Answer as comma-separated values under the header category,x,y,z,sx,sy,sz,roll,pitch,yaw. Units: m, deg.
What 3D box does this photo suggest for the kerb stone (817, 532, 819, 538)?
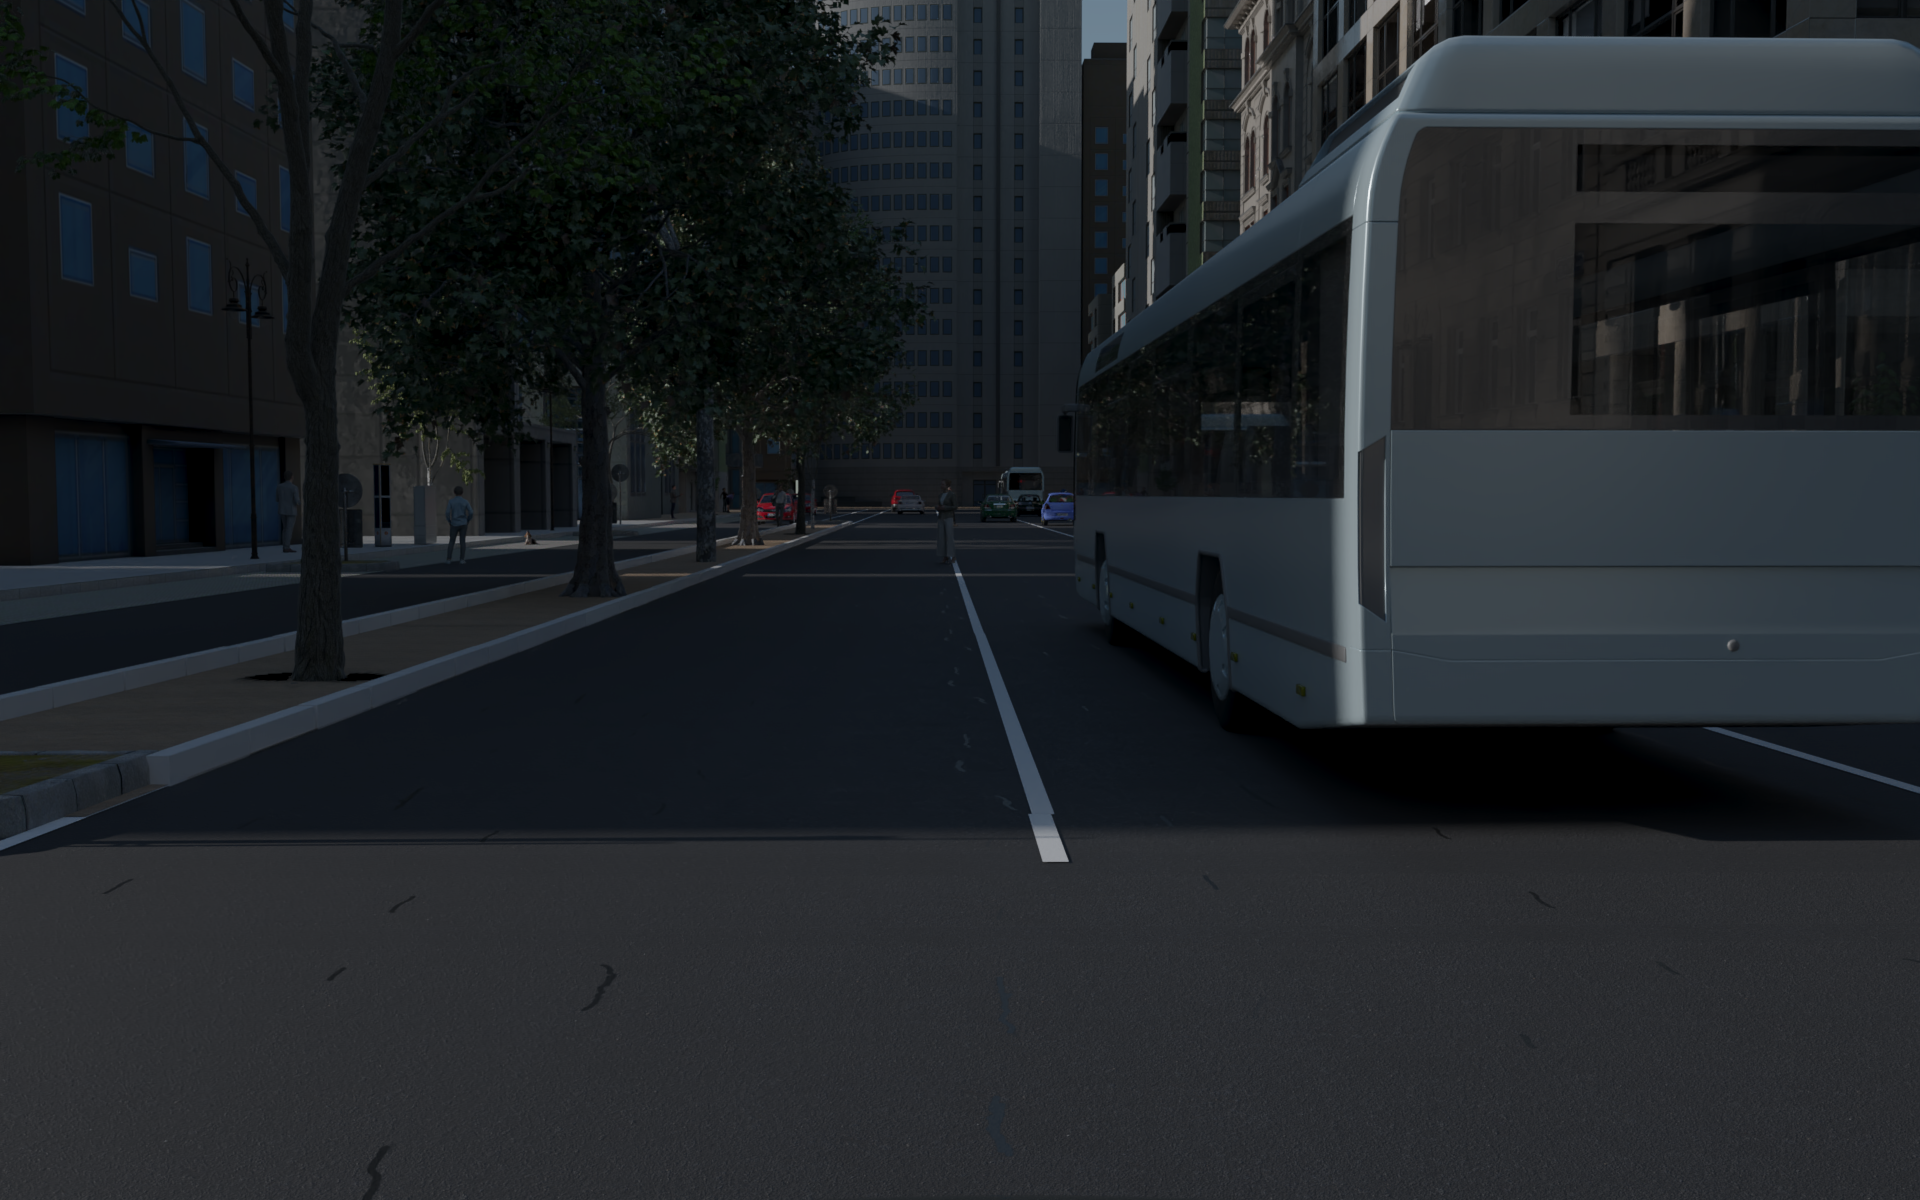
category,x,y,z,sx,sy,sz,roll,pitch,yaw
kerb stone,-4.739,-2.075,56.135,0.120,0.150,1.000,0,4,-1

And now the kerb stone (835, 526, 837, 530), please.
category,x,y,z,sx,sy,sz,roll,pitch,yaw
kerb stone,-4.900,-2.702,66.370,0.120,0.150,1.000,0,4,-1

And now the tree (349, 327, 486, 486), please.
category,x,y,z,sx,sy,sz,roll,pitch,yaw
tree,-15.294,-6.082,49.805,4.737,8.622,4.395,0,3,0

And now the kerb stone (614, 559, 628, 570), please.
category,x,y,z,sx,sy,sz,roll,pitch,yaw
kerb stone,-6.441,-0.633,32.537,0.120,0.150,1.000,0,4,-1

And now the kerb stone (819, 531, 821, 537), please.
category,x,y,z,sx,sy,sz,roll,pitch,yaw
kerb stone,-4.750,-2.138,57.157,0.120,0.150,1.000,0,4,-1

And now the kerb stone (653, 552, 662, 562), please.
category,x,y,z,sx,sy,sz,roll,pitch,yaw
kerb stone,-6.495,-0.883,36.626,0.120,0.150,1.000,0,4,-1

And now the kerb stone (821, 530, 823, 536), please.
category,x,y,z,sx,sy,sz,roll,pitch,yaw
kerb stone,-4.767,-2.201,58.187,0.120,0.150,1.000,0,4,-1

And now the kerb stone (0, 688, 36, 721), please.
category,x,y,z,sx,sy,sz,roll,pitch,yaw
kerb stone,-6.074,0.687,10.994,0.120,0.150,1.000,0,4,-1

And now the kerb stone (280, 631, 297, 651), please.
category,x,y,z,sx,sy,sz,roll,pitch,yaw
kerb stone,-6.154,0.371,16.129,0.120,0.150,1.000,0,4,-1

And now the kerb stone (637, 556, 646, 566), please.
category,x,y,z,sx,sy,sz,roll,pitch,yaw
kerb stone,-6.470,-0.756,34.581,0.120,0.150,1.000,0,4,-1

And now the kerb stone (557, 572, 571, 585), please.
category,x,y,z,sx,sy,sz,roll,pitch,yaw
kerb stone,-6.358,-0.320,27.420,0.120,0.150,1.000,0,4,-1

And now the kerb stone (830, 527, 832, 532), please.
category,x,y,z,sx,sy,sz,roll,pitch,yaw
kerb stone,-4.854,-2.514,63.301,0.120,0.150,1.000,0,4,-1

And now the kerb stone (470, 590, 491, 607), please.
category,x,y,z,sx,sy,sz,roll,pitch,yaw
kerb stone,-6.260,-0.006,22.299,0.120,0.150,1.000,0,4,-1

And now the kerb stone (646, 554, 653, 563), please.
category,x,y,z,sx,sy,sz,roll,pitch,yaw
kerb stone,-6.496,-0.820,35.603,0.120,0.150,1.000,0,4,-1

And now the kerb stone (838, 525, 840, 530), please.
category,x,y,z,sx,sy,sz,roll,pitch,yaw
kerb stone,-4.944,-2.826,68.426,0.120,0.150,1.000,0,4,-1

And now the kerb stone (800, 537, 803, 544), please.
category,x,y,z,sx,sy,sz,roll,pitch,yaw
kerb stone,-4.614,-1.638,48.969,0.120,0.150,1.000,0,4,-1

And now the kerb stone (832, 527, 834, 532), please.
category,x,y,z,sx,sy,sz,roll,pitch,yaw
kerb stone,-4.869,-2.574,64.324,0.120,0.150,1.000,0,4,-1

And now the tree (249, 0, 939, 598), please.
category,x,y,z,sx,sy,sz,roll,pitch,yaw
tree,-5.108,-6.397,24.050,9.611,12.733,9.660,0,3,0

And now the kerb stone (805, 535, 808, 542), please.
category,x,y,z,sx,sy,sz,roll,pitch,yaw
kerb stone,-4.652,-1.763,51.015,0.120,0.150,1.000,0,4,-1

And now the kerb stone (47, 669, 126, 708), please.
category,x,y,z,sx,sy,sz,roll,pitch,yaw
kerb stone,-6.096,0.624,12.016,0.120,0.150,1.000,0,4,-1

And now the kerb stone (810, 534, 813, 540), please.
category,x,y,z,sx,sy,sz,roll,pitch,yaw
kerb stone,-4.683,-1.887,53.060,0.120,0.150,1.000,0,4,-1

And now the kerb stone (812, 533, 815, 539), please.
category,x,y,z,sx,sy,sz,roll,pitch,yaw
kerb stone,-4.703,-1.950,54.084,0.120,0.150,1.000,0,4,-1

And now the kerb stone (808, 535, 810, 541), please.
category,x,y,z,sx,sy,sz,roll,pitch,yaw
kerb stone,-4.669,-1.825,52.038,0.120,0.150,1.000,0,4,-1

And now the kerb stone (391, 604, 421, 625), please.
category,x,y,z,sx,sy,sz,roll,pitch,yaw
kerb stone,-6.216,0.183,19.215,0.120,0.150,1.000,0,4,-1

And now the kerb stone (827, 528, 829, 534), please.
category,x,y,z,sx,sy,sz,roll,pitch,yaw
kerb stone,-4.816,-2.385,61.257,0.120,0.150,1.000,0,4,-1

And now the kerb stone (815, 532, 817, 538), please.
category,x,y,z,sx,sy,sz,roll,pitch,yaw
kerb stone,-4.715,-2.013,55.106,0.120,0.150,1.000,0,4,-1

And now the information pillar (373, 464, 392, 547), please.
category,x,y,z,sx,sy,sz,roll,pitch,yaw
information pillar,-13.989,-2.291,41.953,0.304,2.012,0.304,3,5,42

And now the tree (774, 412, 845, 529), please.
category,x,y,z,sx,sy,sz,roll,pitch,yaw
tree,-6.058,-7.226,70.963,4.360,8.622,3.978,0,3,0

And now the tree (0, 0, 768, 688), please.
category,x,y,z,sx,sy,sz,roll,pitch,yaw
tree,-4.814,-5.176,12.845,9.928,11.665,9.643,0,3,0

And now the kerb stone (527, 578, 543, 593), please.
category,x,y,z,sx,sy,sz,roll,pitch,yaw
kerb stone,-6.315,-0.194,25.370,0.120,0.150,1.000,0,4,-1

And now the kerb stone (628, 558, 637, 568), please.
category,x,y,z,sx,sy,sz,roll,pitch,yaw
kerb stone,-6.456,-0.695,33.559,0.120,0.150,1.000,0,4,-1

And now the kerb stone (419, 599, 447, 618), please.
category,x,y,z,sx,sy,sz,roll,pitch,yaw
kerb stone,-6.233,0.119,20.250,0.120,0.150,1.000,0,4,-1

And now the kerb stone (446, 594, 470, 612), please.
category,x,y,z,sx,sy,sz,roll,pitch,yaw
kerb stone,-6.250,0.057,21.272,0.120,0.150,1.000,0,4,-1

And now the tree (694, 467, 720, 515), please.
category,x,y,z,sx,sy,sz,roll,pitch,yaw
tree,-15.576,-6.861,106.784,1.663,3.219,1.824,0,3,0

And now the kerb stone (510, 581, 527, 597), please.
category,x,y,z,sx,sy,sz,roll,pitch,yaw
kerb stone,-6.302,-0.132,24.348,0.120,0.150,1.000,0,4,-1

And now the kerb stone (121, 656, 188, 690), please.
category,x,y,z,sx,sy,sz,roll,pitch,yaw
kerb stone,-6.110,0.560,13.045,0.120,0.150,1.000,0,4,-1

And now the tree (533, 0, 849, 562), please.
category,x,y,z,sx,sy,sz,roll,pitch,yaw
tree,-6.556,-10.902,36.593,12.611,20.169,13.585,0,3,0

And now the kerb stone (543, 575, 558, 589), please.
category,x,y,z,sx,sy,sz,roll,pitch,yaw
kerb stone,-6.340,-0.255,26.392,0.120,0.150,1.000,0,4,-1

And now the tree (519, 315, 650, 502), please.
category,x,y,z,sx,sy,sz,roll,pitch,yaw
tree,-16.026,-8.809,78.435,7.601,10.594,8.767,1,4,18

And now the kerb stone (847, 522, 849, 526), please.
category,x,y,z,sx,sy,sz,roll,pitch,yaw
kerb stone,-5.060,-3.266,75.592,0.120,0.150,1.000,0,4,-1

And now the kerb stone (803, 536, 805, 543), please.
category,x,y,z,sx,sy,sz,roll,pitch,yaw
kerb stone,-4.638,-1.700,49.991,0.120,0.150,1.000,0,4,-1

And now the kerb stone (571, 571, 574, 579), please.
category,x,y,z,sx,sy,sz,roll,pitch,yaw
kerb stone,-6.370,-0.382,28.442,0.120,0.150,1.000,0,4,-1

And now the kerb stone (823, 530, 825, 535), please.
category,x,y,z,sx,sy,sz,roll,pitch,yaw
kerb stone,-4.790,-2.258,59.209,0.120,0.150,1.000,0,4,-1

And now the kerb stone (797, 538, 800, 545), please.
category,x,y,z,sx,sy,sz,roll,pitch,yaw
kerb stone,-4.593,-1.575,47.947,0.120,0.150,1.000,0,4,-1

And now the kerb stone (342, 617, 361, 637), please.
category,x,y,z,sx,sy,sz,roll,pitch,yaw
kerb stone,-6.185,0.308,17.154,0.120,0.150,1.000,0,4,-1

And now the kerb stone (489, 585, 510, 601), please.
category,x,y,z,sx,sy,sz,roll,pitch,yaw
kerb stone,-6.280,-0.068,23.321,0.120,0.150,1.000,0,4,-1

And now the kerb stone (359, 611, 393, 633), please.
category,x,y,z,sx,sy,sz,roll,pitch,yaw
kerb stone,-6.199,0.245,18.190,0.120,0.150,1.000,0,4,-1

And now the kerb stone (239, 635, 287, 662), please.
category,x,y,z,sx,sy,sz,roll,pitch,yaw
kerb stone,-6.145,0.440,15.107,0.120,0.150,1.000,0,4,-1

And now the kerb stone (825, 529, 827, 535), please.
category,x,y,z,sx,sy,sz,roll,pitch,yaw
kerb stone,-4.805,-2.326,60.231,0.120,0.150,1.000,0,4,-1

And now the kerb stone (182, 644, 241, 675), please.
category,x,y,z,sx,sy,sz,roll,pitch,yaw
kerb stone,-6.126,0.497,14.071,0.120,0.150,1.000,0,4,-1

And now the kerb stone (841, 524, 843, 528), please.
category,x,y,z,sx,sy,sz,roll,pitch,yaw
kerb stone,-4.970,-2.953,70.475,0.120,0.150,1.000,0,4,-1
